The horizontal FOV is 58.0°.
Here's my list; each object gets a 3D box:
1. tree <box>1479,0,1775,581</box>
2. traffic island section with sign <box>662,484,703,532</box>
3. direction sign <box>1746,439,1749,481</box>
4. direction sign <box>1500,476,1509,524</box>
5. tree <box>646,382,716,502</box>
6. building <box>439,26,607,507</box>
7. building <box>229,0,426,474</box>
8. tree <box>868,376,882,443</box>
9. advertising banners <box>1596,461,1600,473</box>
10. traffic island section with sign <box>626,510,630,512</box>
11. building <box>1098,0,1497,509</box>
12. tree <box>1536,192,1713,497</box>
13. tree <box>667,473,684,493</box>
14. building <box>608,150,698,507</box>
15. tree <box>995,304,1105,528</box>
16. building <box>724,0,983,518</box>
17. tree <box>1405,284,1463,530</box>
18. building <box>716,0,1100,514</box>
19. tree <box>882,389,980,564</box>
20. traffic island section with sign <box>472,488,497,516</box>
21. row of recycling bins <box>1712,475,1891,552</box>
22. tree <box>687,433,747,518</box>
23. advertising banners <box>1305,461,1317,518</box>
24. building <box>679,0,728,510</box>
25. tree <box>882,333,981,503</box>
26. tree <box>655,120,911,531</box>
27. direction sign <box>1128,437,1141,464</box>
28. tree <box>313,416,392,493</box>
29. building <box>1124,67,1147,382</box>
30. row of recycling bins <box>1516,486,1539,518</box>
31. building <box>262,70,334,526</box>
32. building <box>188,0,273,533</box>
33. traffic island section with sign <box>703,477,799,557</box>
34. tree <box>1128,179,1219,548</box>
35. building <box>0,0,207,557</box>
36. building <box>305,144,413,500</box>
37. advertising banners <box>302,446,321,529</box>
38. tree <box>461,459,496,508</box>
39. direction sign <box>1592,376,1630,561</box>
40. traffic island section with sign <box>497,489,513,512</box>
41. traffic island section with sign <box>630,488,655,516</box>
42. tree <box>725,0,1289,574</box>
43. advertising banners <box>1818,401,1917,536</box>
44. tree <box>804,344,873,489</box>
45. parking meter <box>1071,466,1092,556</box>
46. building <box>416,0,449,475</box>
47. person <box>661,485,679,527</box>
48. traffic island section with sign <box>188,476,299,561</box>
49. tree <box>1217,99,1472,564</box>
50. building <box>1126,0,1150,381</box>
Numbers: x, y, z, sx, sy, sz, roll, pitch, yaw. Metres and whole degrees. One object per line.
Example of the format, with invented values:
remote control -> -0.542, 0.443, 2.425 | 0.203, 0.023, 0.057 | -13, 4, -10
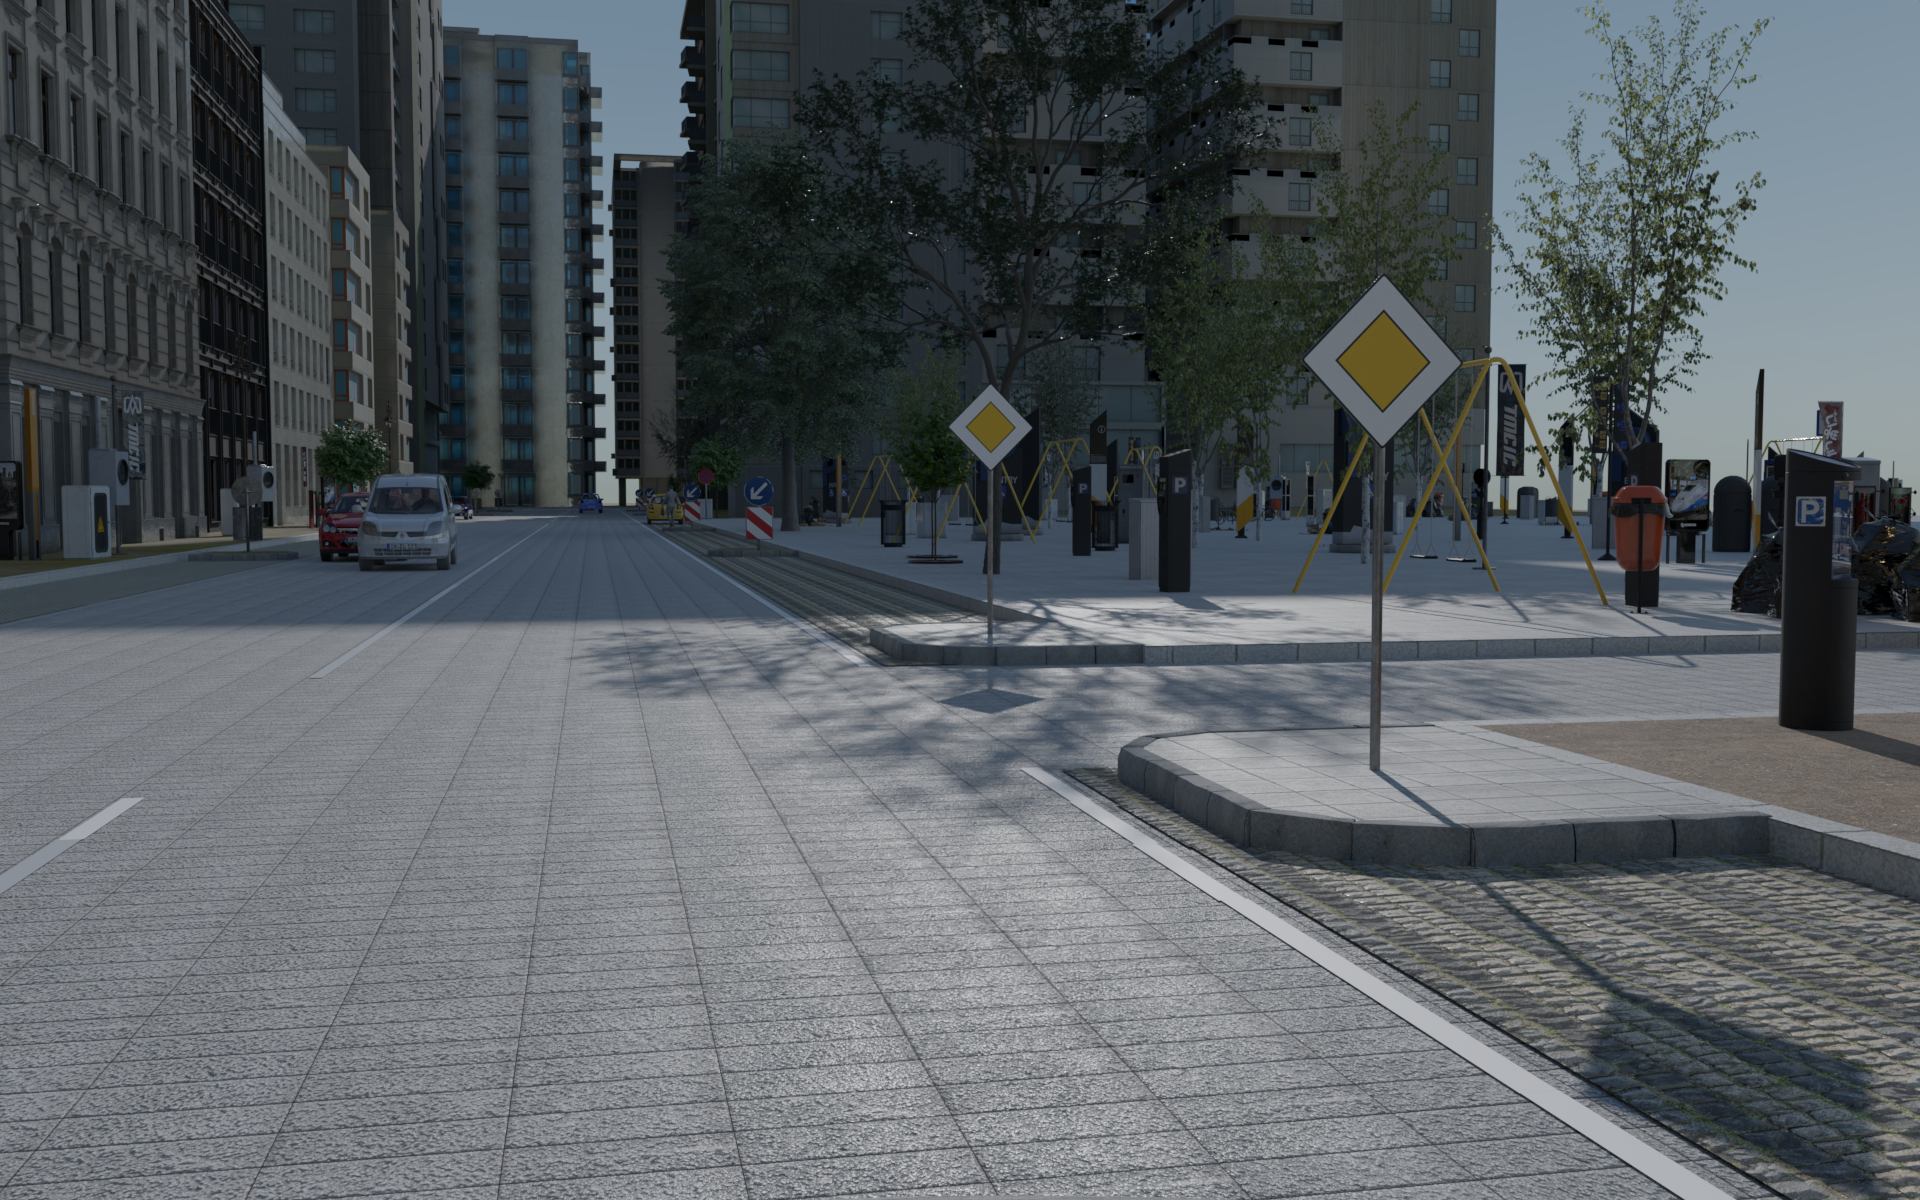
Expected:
tree -> 9.892, -4.596, 25.503 | 4.360, 8.622, 3.978 | 0, 3, 0
traffic island section with sign -> -10.466, -3.552, 66.699 | 1.989, 1.847, 2.006 | -1, 4, -12
direction sign -> 32.588, -4.876, 71.724 | 0.379, 3.537, 0.876 | 2, 4, 26
direction sign -> 23.289, -5.013, 73.958 | 0.876, 3.537, 0.379 | -1, 4, -13
tree -> -17.954, -9.891, 112.072 | 4.360, 8.622, 3.978 | 0, 3, 0
building -> -52.607, -34.294, 180.308 | 30.456, 49.044, 23.786 | -1, 4, -12
building -> -45.089, -26.658, 119.455 | 14.154, 41.232, 14.086 | -1, 4, -12
tree -> -2.682, -8.346, 86.814 | 4.737, 8.622, 4.395 | 0, 3, 0
advertising banners -> 34.076, -5.803, 91.074 | 0.090, 3.025, 2.074 | -1, 4, -20
traffic island section with sign -> -26.472, -8.176, 142.299 | 1.989, 1.847, 2.006 | -1, 4, -12
building -> 30.433, -34.874, 159.433 | 27.495, 52.752, 28.713 | -1, 4, -12
tree -> 16.241, -5.685, 43.313 | 4.737, 8.622, 4.395 | 0, 3, 0
tree -> -24.538, -9.341, 147.321 | 1.663, 3.219, 1.824 | 0, 3, 0
building -> -26.179, -30.476, 190.161 | 23.993, 40.220, 32.217 | -1, 4, -12
tree -> 3.244, -6.959, 64.146 | 4.360, 8.622, 3.978 | 0, 3, 0
building -> -6.821, -25.561, 101.512 | 14.154, 41.232, 14.086 | -1, 4, -12
tree -> 16.466, -6.778, 61.177 | 4.360, 8.622, 3.978 | 0, 3, 0
building -> -2.873, -32.665, 123.314 | 28.713, 52.752, 27.495 | -1, 4, -12
tree -> -0.569, -2.290, 32.044 | 1.663, 3.219, 1.824 | 0, 3, 0
traffic island section with sign -> -31.514, -6.395, 113.192 | 1.989, 1.847, 2.006 | -1, 4, -12
row of recycling bins -> 18.362, -1.880, 37.844 | 3.534, 1.692, 1.069 | 2, 4, 26
tree -> -12.873, -6.595, 91.548 | 4.285, 4.588, 4.351 | 0, 3, 0
advertising banners -> 19.014, -5.927, 93.094 | 0.090, 3.025, 2.074 | 3, 4, 38
building -> -12.757, -30.321, 150.376 | 22.147, 44.769, 28.867 | -1, 4, -12
tree -> -0.992, -7.663, 75.660 | 4.737, 8.622, 4.395 | 0, 3, 0
tree -> -5.848, -9.354, 59.593 | 9.857, 13.997, 8.962 | 0, 3, 0
direction sign -> 6.937, -4.701, 68.859 | 0.379, 3.537, 0.876 | 3, 4, 38
tree -> -25.485, -5.431, 72.511 | 4.285, 4.588, 4.351 | 0, 3, 0
building -> 8.673, -29.273, 162.200 | 14.086, 41.232, 14.154 | -1, 4, -12
row of recycling bins -> 30.545, -5.257, 93.071 | 1.069, 1.692, 3.534 | 1, 4, 23
building -> -33.882, -13.461, 74.840 | 10.420, 20.320, 16.860 | -1, 4, -12
building -> -31.452, -14.000, 58.583 | 12.332, 23.373, 15.834 | -1, 4, -12
traffic island section with sign -> -4.826, -1.922, 40.057 | 1.989, 1.847, 2.006 | -1, 4, -12
tree -> 5.646, -5.517, 40.558 | 4.737, 8.622, 4.395 | 0, 3, 0
building -> -25.688, -11.824, 42.477 | 9.793, 20.994, 18.267 | -1, 4, -12
building -> -46.845, -15.445, 97.562 | 27.650, 21.520, 28.899 | -1, 4, -12
advertising banners -> -24.075, -4.164, 64.265 | 0.090, 3.025, 2.074 | 0, 4, -4
tree -> -45.220, -10.929, 162.401 | 4.285, 4.588, 4.351 | 0, 3, 0
direction sign -> 12.533, -2.533, 33.411 | 0.876, 3.537, 0.379 | -2, 4, -24
traffic island section with sign -> -37.123, -8.014, 139.650 | 1.989, 1.847, 2.006 | -1, 4, -12
traffic island section with sign -> -20.832, -6.545, 115.646 | 1.989, 1.847, 2.006 | -1, 4, -12
tree -> 0.524, -5.669, 27.098 | 8.767, 10.594, 7.601 | 0, 4, -7
advertising banners -> 17.134, -2.237, 32.761 | 2.074, 3.025, 0.090 | 0, 4, -8
tree -> -6.173, -7.970, 80.669 | 4.360, 8.622, 3.978 | 0, 3, 0
parking meter -> 2.507, -1.845, 35.883 | 0.399, 1.863, 0.255 | 0, 4, -8
building -> -56.341, -33.730, 140.727 | 27.495, 52.752, 28.713 | -1, 4, -12
person -> -12.442, -4.020, 74.352 | 0.709, 1.813, 0.853 | -3, 5, -39
traffic island section with sign -> -15.543, -1.778, 37.701 | 1.989, 1.847, 2.006 | -1, 4, -12
tree -> 7.247, -4.976, 31.725 | 4.737, 8.622, 4.395 | 0, 3, 0
building -> 15.827, -53.841, 192.967 | 31.000, 86.520, 22.319 | -1, 4, -12
